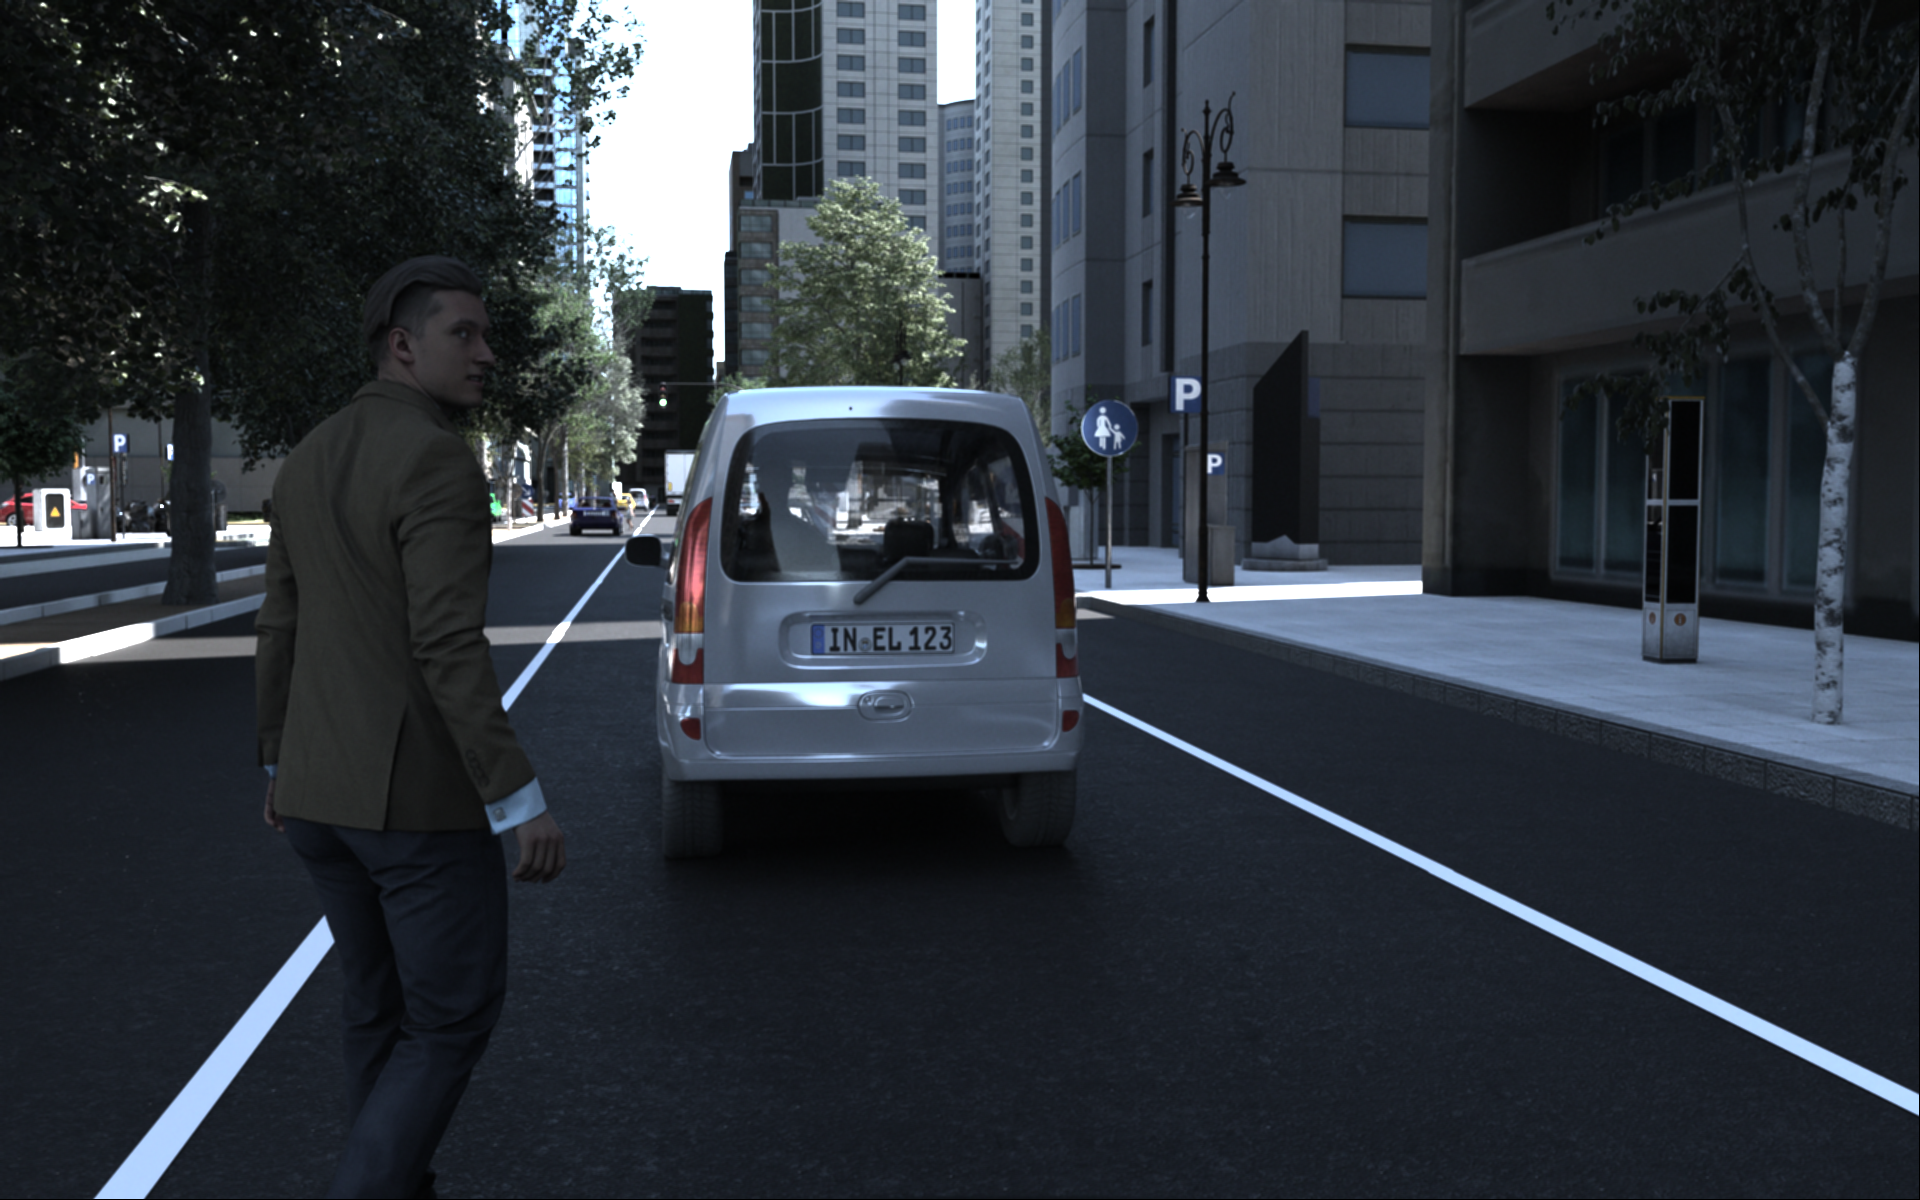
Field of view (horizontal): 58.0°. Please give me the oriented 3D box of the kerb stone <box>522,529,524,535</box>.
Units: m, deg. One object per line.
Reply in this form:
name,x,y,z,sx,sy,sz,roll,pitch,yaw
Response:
kerb stone,-15.391,-2.335,60.369,0.120,0.150,1.000,-1,4,-10

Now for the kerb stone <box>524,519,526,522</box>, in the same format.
kerb stone,-21.989,-3.951,86.793,0.120,0.150,1.000,-1,4,-10

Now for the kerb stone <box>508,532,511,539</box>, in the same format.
kerb stone,-14.527,-2.025,55.311,0.120,0.150,1.000,-1,4,-10

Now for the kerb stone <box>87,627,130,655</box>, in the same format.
kerb stone,-7.840,0.388,15.849,0.120,0.150,1.000,-1,4,-10

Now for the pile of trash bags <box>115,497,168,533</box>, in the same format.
pile of trash bags,-26.889,-2.941,57.846,1.912,1.369,3.447,1,4,18

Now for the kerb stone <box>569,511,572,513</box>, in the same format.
kerb stone,-30.047,-6.858,134.318,0.120,0.150,1.000,-1,4,-10

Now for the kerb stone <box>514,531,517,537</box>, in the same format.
kerb stone,-14.873,-2.150,57.340,0.120,0.150,1.000,-1,4,-10

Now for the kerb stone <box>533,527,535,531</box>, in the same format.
kerb stone,-16.241,-2.644,65.431,0.120,0.150,1.000,-1,4,-10

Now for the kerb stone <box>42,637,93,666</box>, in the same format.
kerb stone,-7.671,0.451,14.826,0.120,0.150,1.000,-1,4,-10

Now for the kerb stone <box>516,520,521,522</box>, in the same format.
kerb stone,-21.480,-3.765,83.759,0.120,0.150,1.000,-1,4,-10

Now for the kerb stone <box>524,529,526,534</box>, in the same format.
kerb stone,-15.563,-2.392,61.388,0.120,0.150,1.000,-1,4,-10

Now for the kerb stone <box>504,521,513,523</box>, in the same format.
kerb stone,-20.788,-3.518,79.713,0.120,0.150,1.000,-1,4,-10

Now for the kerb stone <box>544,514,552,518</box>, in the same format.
kerb stone,-25.254,-5.126,106.013,0.120,0.150,1.000,-1,4,-10

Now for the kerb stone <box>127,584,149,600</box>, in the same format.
kerb stone,-11.290,-0.083,23.595,0.120,0.150,1.000,-1,4,-10

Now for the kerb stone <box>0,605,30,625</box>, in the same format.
kerb stone,-10.606,0.162,19.556,0.120,0.150,1.000,-1,4,-10

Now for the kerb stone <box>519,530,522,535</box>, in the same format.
kerb stone,-15.202,-2.273,59.357,0.120,0.150,1.000,-1,4,-10

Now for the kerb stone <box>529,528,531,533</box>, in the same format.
kerb stone,-15.901,-2.521,63.407,0.120,0.150,1.000,-1,4,-10

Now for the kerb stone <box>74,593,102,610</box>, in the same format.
kerb stone,-10.947,0.038,21.573,0.120,0.150,1.000,-1,4,-10

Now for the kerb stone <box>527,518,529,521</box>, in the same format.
kerb stone,-22.330,-4.075,88.823,0.120,0.150,1.000,-1,4,-10

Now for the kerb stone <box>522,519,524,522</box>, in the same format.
kerb stone,-21.821,-3.889,85.784,0.120,0.150,1.000,-1,4,-10

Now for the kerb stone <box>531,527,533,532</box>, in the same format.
kerb stone,-16.069,-2.582,64.415,0.120,0.150,1.000,-1,4,-10

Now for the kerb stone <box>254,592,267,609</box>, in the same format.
kerb stone,-8.869,0.018,21.907,0.120,0.150,1.000,-1,4,-10

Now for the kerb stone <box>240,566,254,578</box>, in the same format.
kerb stone,-12.316,-0.457,29.674,0.120,0.150,1.000,-1,4,-10

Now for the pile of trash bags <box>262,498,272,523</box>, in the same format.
pile of trash bags,-30.833,-4.239,79.058,1.912,1.369,3.447,-1,4,-20

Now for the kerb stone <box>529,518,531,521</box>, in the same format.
kerb stone,-22.504,-4.137,89.835,0.120,0.150,1.000,-1,4,-10

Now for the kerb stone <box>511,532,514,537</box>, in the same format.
kerb stone,-14.699,-2.082,56.320,0.120,0.150,1.000,-1,4,-10

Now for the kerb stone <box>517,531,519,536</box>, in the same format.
kerb stone,-15.045,-2.211,58.348,0.120,0.150,1.000,-1,4,-10

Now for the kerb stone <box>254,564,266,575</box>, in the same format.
kerb stone,-12.491,-0.519,30.689,0.120,0.150,1.000,-1,4,-10

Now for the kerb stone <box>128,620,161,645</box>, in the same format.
kerb stone,-8.013,0.326,16.857,0.120,0.150,1.000,-1,4,-10

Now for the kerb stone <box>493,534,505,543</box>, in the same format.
kerb stone,-14.181,-1.898,53.289,0.120,0.150,1.000,-1,4,-10

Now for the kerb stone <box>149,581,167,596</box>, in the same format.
kerb stone,-11.462,-0.147,24.604,0.120,0.150,1.000,-1,4,-10

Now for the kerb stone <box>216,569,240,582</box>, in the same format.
kerb stone,-12.142,-0.395,28.657,0.120,0.150,1.000,-1,4,-10

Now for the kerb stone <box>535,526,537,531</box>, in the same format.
kerb stone,-16.416,-2.703,66.438,0.120,0.150,1.000,-1,4,-10

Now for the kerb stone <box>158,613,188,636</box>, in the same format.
kerb stone,-8.187,0.270,17.865,0.120,0.150,1.000,-1,4,-10

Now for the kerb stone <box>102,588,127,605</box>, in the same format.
kerb stone,-11.110,-0.023,22.582,0.120,0.150,1.000,-1,4,-10

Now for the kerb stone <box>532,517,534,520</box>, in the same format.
kerb stone,-22.847,-4.259,91.854,0.120,0.150,1.000,-1,4,-10

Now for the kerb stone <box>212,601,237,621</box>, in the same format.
kerb stone,-8.519,0.142,19.881,0.120,0.150,1.000,-1,4,-10

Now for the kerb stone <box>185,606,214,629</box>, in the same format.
kerb stone,-8.349,0.203,18.874,0.120,0.150,1.000,-1,4,-10

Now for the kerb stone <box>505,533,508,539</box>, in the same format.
kerb stone,-14.360,-1.963,54.297,0.120,0.150,1.000,-1,4,-10

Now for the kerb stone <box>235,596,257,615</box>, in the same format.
kerb stone,-8.696,0.082,20.897,0.120,0.150,1.000,-1,4,-10

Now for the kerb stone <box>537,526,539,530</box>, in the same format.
kerb stone,-16.582,-2.761,67.447,0.120,0.150,1.000,-1,4,-10

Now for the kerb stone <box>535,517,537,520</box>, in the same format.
kerb stone,-23.189,-4.383,93.875,0.120,0.150,1.000,-1,4,-10

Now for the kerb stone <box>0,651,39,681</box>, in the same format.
kerb stone,-7.498,0.521,13.817,0.120,0.150,1.000,-1,4,-10

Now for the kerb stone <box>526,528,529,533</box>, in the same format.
kerb stone,-15.729,-2.458,62.399,0.120,0.150,1.000,-1,4,-10

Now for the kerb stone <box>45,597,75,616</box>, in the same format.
kerb stone,-10.770,0.104,20.567,0.120,0.150,1.000,-1,4,-10
